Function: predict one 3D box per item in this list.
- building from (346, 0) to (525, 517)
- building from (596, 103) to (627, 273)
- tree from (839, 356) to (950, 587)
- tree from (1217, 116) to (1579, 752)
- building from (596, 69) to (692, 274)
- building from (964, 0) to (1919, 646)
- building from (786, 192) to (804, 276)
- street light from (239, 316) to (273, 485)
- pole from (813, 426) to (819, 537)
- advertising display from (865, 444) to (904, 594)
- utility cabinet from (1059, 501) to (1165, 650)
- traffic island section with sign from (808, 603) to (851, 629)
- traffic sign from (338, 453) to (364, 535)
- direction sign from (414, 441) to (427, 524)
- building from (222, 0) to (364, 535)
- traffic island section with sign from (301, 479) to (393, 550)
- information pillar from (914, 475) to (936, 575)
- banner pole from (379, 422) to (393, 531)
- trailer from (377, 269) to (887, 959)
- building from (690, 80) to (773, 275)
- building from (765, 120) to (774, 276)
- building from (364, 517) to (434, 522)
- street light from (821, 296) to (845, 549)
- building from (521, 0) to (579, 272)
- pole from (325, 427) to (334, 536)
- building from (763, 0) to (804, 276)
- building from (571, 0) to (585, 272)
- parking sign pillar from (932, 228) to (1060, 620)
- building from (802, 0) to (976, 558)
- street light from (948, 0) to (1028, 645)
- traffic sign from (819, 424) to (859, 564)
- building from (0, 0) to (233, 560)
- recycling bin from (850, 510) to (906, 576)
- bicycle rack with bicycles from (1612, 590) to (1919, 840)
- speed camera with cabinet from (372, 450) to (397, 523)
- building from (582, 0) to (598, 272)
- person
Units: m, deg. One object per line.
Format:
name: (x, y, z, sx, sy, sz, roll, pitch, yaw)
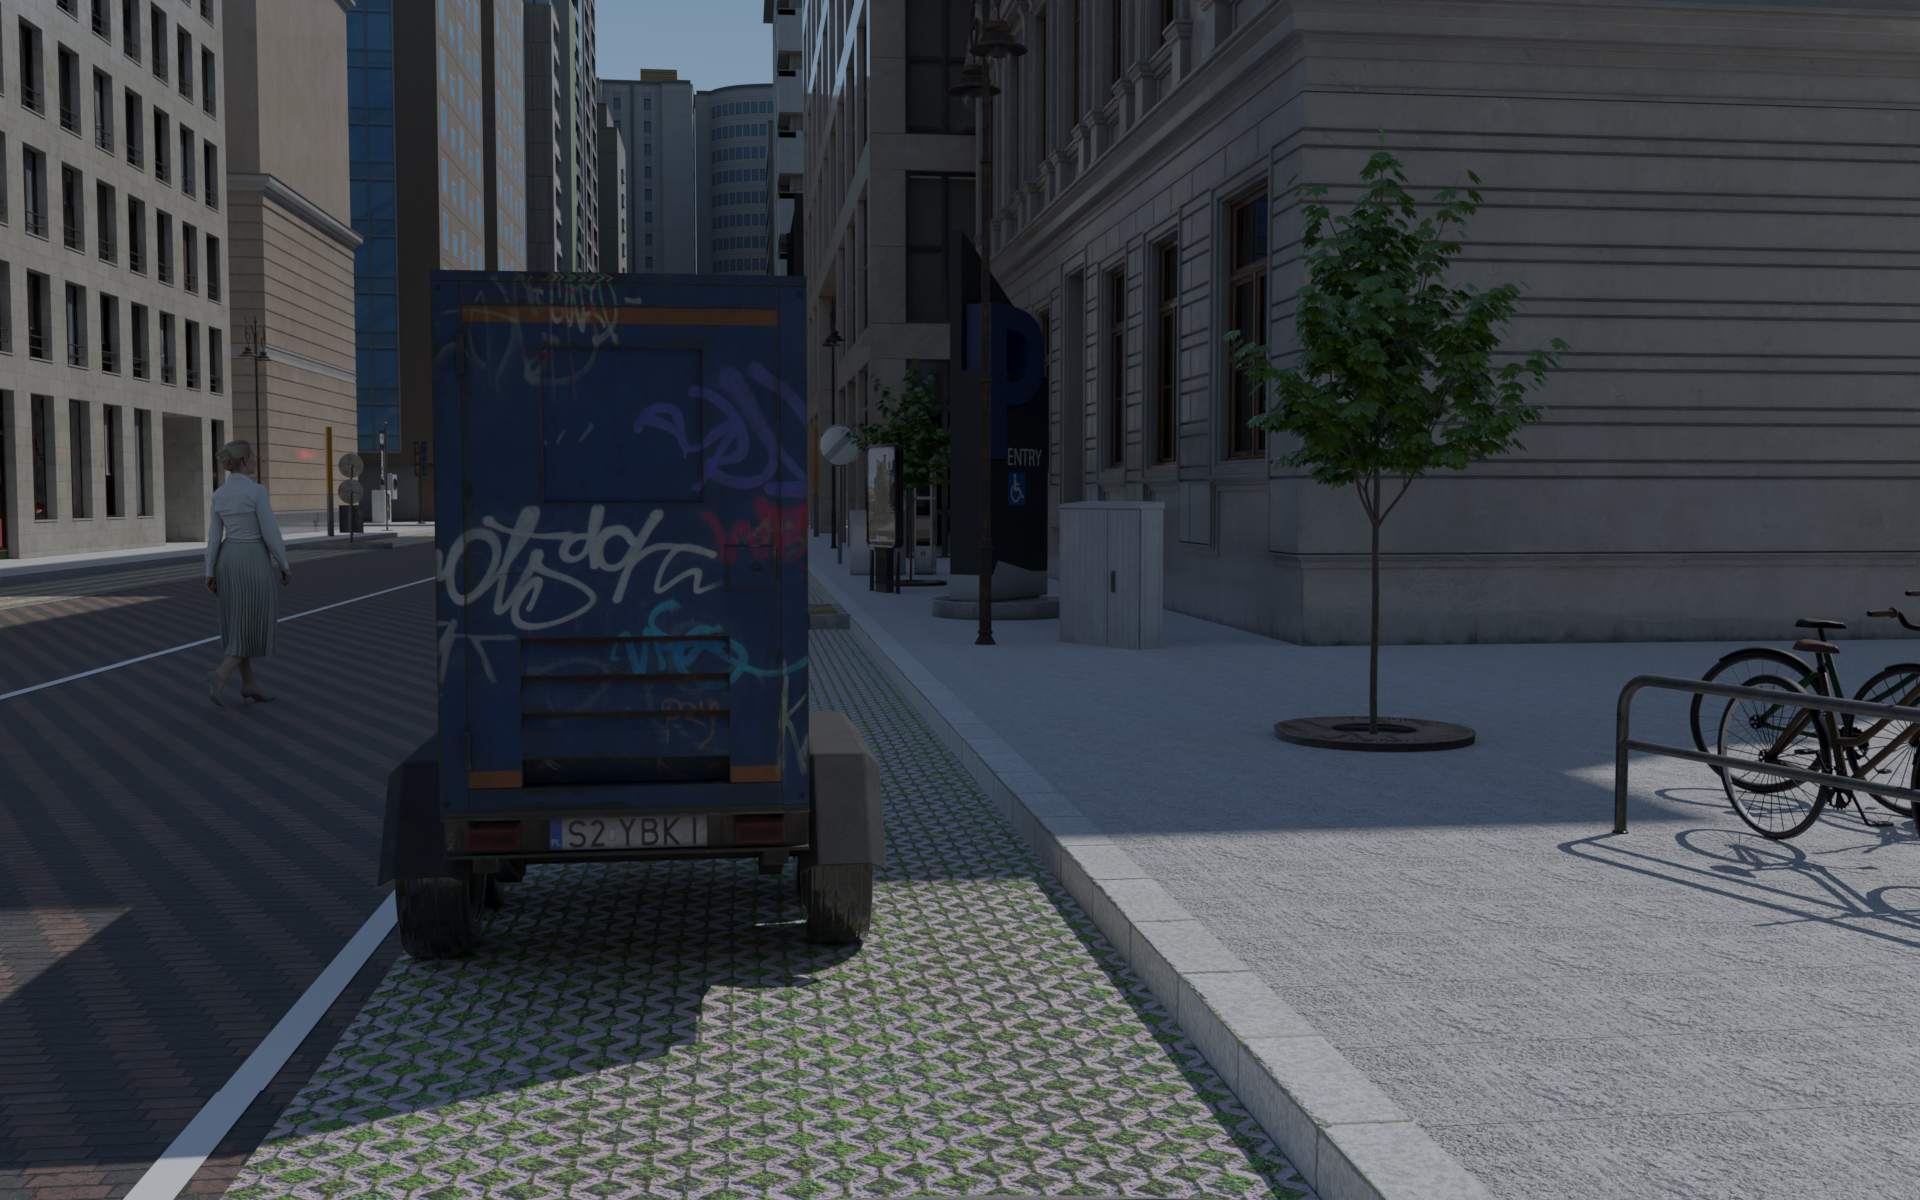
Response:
building: (-36.762, -28.402, 114.489, 14.600, 45.320, 14.200, 0, 4, -7)
building: (-51.876, -35.914, 210.890, 21.600, 48.544, 21.300, 0, 4, -7)
tree: (-0.579, -1.819, 24.336, 1.663, 3.219, 1.824, 0, 3, 0)
tree: (2.054, -0.877, 8.949, 1.663, 3.219, 1.824, 0, 3, 0)
building: (-51.121, -42.835, 242.351, 28.212, 58.520, 21.231, 0, 4, -7)
building: (6.558, -11.499, 24.158, 11.583, 22.565, 21.152, 0, 4, -7)
building: (-4.412, -17.046, 108.388, 12.332, 23.373, 15.834, 0, 4, -7)
street light: (-18.299, -4.425, 45.144, 0.468, 5.910, 1.993, 0, 4, -7)
pole: (-4.317, -3.553, 51.940, 0.158, 3.312, 0.155, 0, 3, 0)
advertising display: (-0.984, -1.060, 22.549, 0.123, 1.923, 0.974, -2, 4, -26)
utility cabinet: (1.269, -0.216, 14.690, 0.306, 1.237, 1.020, -3, 4, -37)
traffic island section with sign: (-2.254, -0.638, 19.066, 1.989, 1.847, 2.006, 0, 4, -7)
traffic sign: (-19.093, -3.316, 54.326, 0.768, 2.556, 0.104, 0, 4, -6)
direction sign: (-23.165, -5.041, 74.412, 0.876, 3.537, 0.379, 3, 4, 39)
building: (-31.565, -16.610, 57.475, 20.117, 28.700, 13.634, 0, 4, -7)
traffic island section with sign: (-15.883, -2.226, 45.026, 1.989, 1.847, 2.006, 0, 4, -7)
information pillar: (-0.552, -1.411, 27.560, 0.304, 2.012, 0.304, 1, 4, 12)
banner pole: (-19.964, -4.282, 60.028, 0.401, 3.779, 0.863, 0, 4, -1)
trailer: (-1.148, 0.038, 6.435, 1.471, 1.999, 3.904, -1, 4, -8)
building: (-23.131, -43.051, 245.880, 28.212, 58.520, 21.231, 0, 4, -7)
building: (-13.232, -36.212, 215.775, 21.300, 48.544, 21.600, 0, 4, -7)
building: (-31.384, -26.553, 84.247, 14.600, 45.320, 14.200, 0, 4, -7)
street light: (-2.976, -4.150, 40.648, 0.468, 5.910, 1.993, 0, 4, -7)
building: (-37.908, -27.716, 136.749, 14.154, 41.232, 14.086, 0, 4, -7)
pole: (-19.092, -3.585, 52.457, 0.158, 3.312, 0.155, 0, 3, 0)
building: (-4.298, -35.395, 167.943, 28.713, 52.752, 27.495, 0, 4, -7)
building: (-45.673, -51.929, 161.718, 22.319, 86.520, 31.000, 0, 4, -7)
parking sign pillar: (0.423, -1.817, 18.173, 1.447, 3.967, 1.447, 2, 4, 33)
building: (5.594, -15.121, 51.742, 19.350, 26.468, 34.151, 0, 4, -7)
street light: (0.216, -2.558, 14.617, 0.468, 5.910, 1.993, 0, 4, -7)
traffic sign: (-2.207, -1.937, 31.783, 0.768, 2.556, 0.104, 0, 4, -7)
building: (-24.480, -11.279, 39.169, 10.420, 20.320, 16.860, 0, 4, -7)
recycling bin: (-1.304, -0.919, 27.580, 0.722, 1.027, 0.722, 1, 4, 17)
bicycle rack with bicycles: (3.714, 0.436, 6.259, 2.852, 0.926, 2.925, -1, 4, -21)
speed camera with cabinet: (-25.482, -5.038, 76.701, 0.660, 3.252, 2.038, 0, 4, -3)
building: (-48.113, -45.928, 189.177, 20.563, 71.187, 20.611, 0, 4, -7)
person: (-4.883, -0.183, 11.721, 0.478, 1.798, 0.641, 2, 4, 28)
